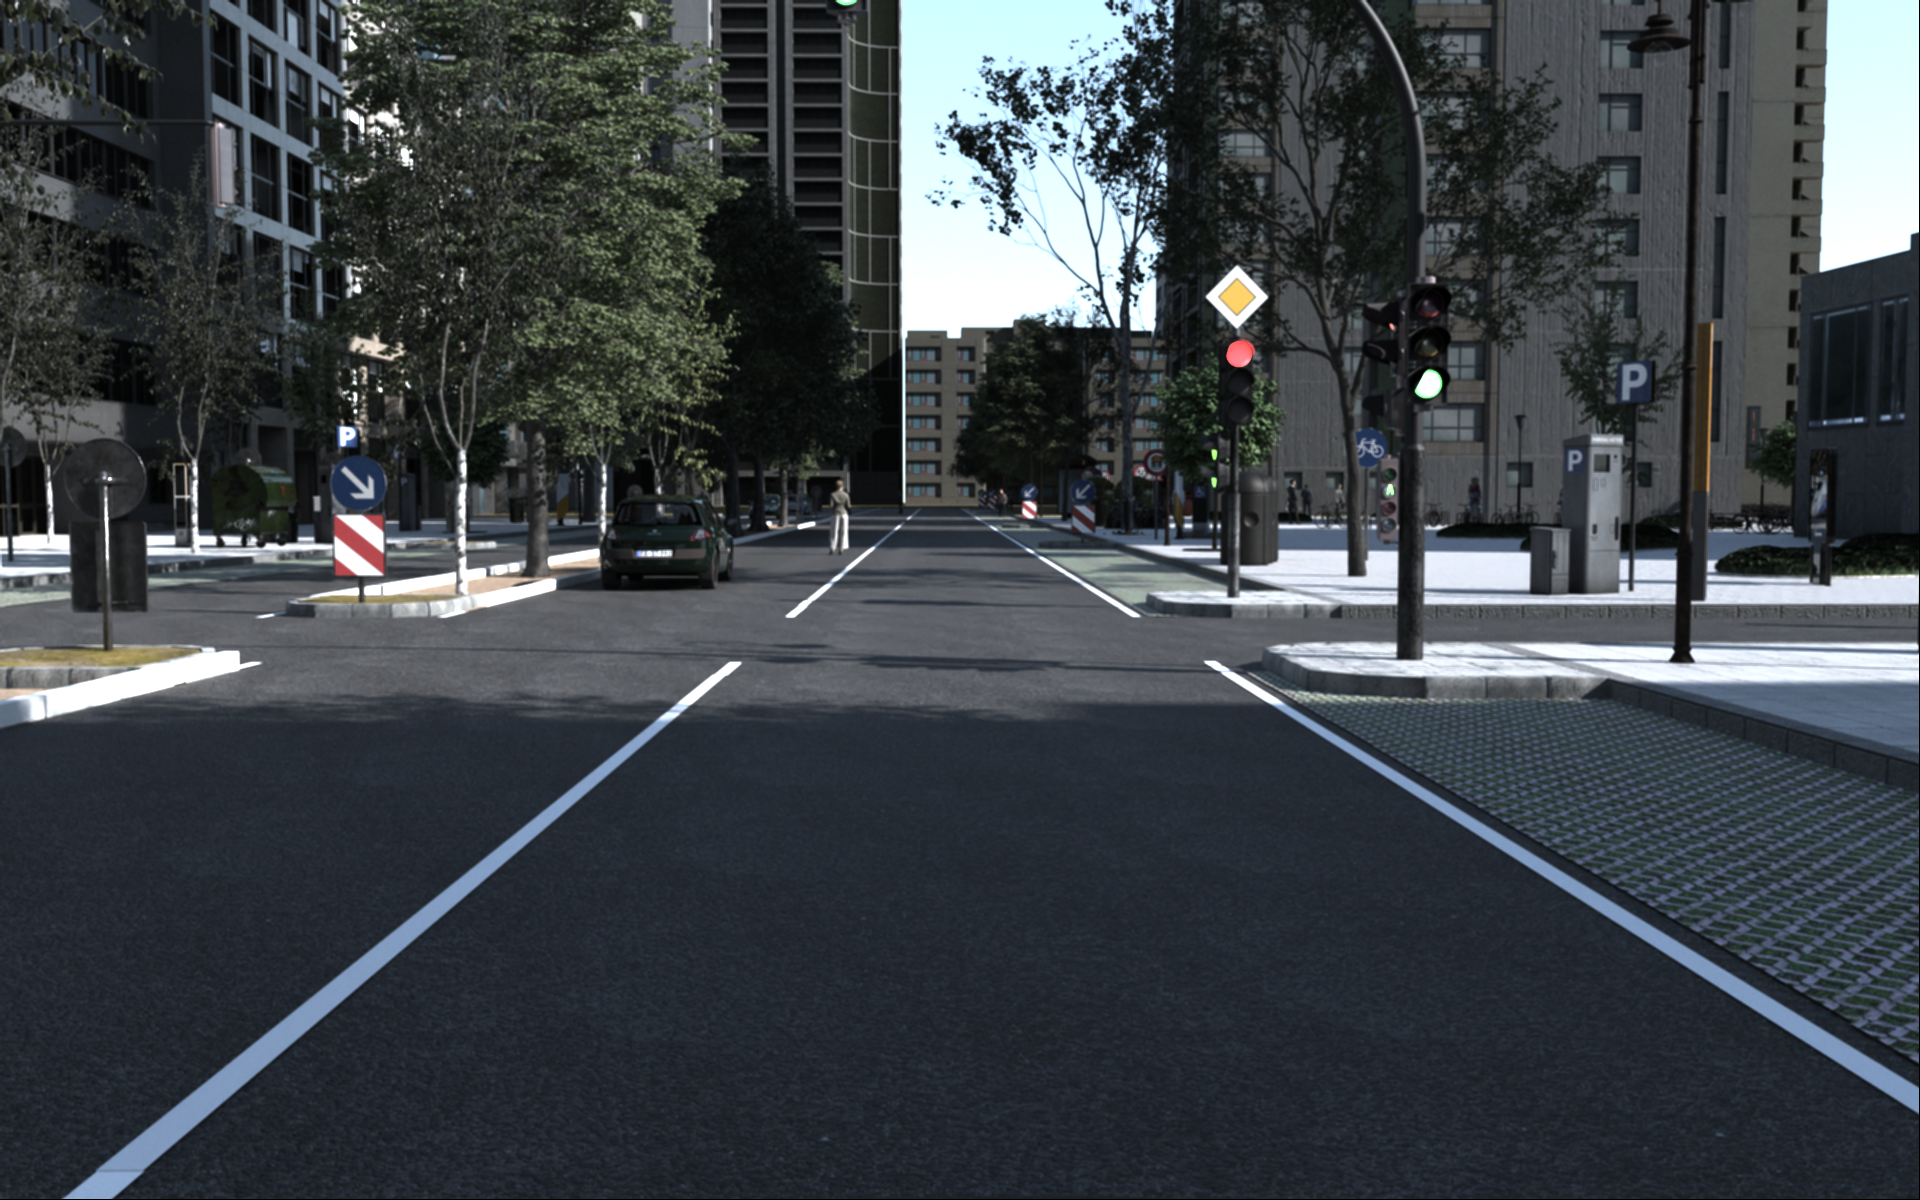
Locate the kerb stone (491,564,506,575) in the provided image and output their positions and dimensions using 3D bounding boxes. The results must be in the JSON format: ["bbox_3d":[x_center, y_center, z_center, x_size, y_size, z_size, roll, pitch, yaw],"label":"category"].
[{"bbox_3d":[-8.252,-0.511,30.573,0.120,0.150,1.000,0,4,-1],"label":"kerb stone"}]

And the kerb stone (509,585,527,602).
[{"bbox_3d":[-6.062,-0.075,23.415,0.120,0.150,1.000,0,4,-1],"label":"kerb stone"}]

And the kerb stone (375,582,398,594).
[{"bbox_3d":[-8.172,-0.136,24.423,0.120,0.150,1.000,0,4,-1],"label":"kerb stone"}]

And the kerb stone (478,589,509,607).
[{"bbox_3d":[-6.052,-0.012,22.393,0.120,0.150,1.000,0,4,-1],"label":"kerb stone"}]

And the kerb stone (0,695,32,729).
[{"bbox_3d":[-5.900,0.712,10.558,0.120,0.150,1.000,0,4,-1],"label":"kerb stone"}]

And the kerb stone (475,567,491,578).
[{"bbox_3d":[-8.240,-0.444,29.542,0.120,0.150,1.000,0,4,-1],"label":"kerb stone"}]

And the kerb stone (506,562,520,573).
[{"bbox_3d":[-8.265,-0.570,31.600,0.120,0.150,1.000,0,4,-1],"label":"kerb stone"}]

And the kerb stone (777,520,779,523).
[{"bbox_3d":[-8.909,-3.714,82.924,0.120,0.150,1.000,0,4,-1],"label":"kerb stone"}]

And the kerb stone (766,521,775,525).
[{"bbox_3d":[-8.876,-3.589,80.876,0.120,0.150,1.000,0,4,-1],"label":"kerb stone"}]

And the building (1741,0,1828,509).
[{"bbox_3d":[62.545,-32.261,151.170,21.600,48.544,21.300,0,4,-1],"label":"building"}]

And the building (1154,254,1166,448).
[{"bbox_3d":[30.037,-26.102,198.474,14.107,30.474,14.160,0,4,-1],"label":"building"}]

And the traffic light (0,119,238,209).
[{"bbox_3d":[-11.300,-2.845,21.189,4.771,5.953,1.251,0,4,-1],"label":"traffic light"}]

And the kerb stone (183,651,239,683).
[{"bbox_3d":[-5.934,0.524,13.627,0.120,0.150,1.000,0,4,-1],"label":"kerb stone"}]

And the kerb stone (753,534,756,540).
[{"bbox_3d":[-6.440,-1.894,53.165,0.120,0.150,1.000,0,4,-1],"label":"kerb stone"}]

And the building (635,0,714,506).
[{"bbox_3d":[-41.491,-40.259,200.232,28.212,58.520,21.231,0,4,-1],"label":"building"}]

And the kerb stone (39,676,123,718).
[{"bbox_3d":[-5.910,0.652,11.580,0.120,0.150,1.000,0,4,-1],"label":"kerb stone"}]

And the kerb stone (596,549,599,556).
[{"bbox_3d":[-8.367,-1.077,39.803,0.120,0.150,1.000,0,4,-1],"label":"kerb stone"}]

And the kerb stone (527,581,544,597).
[{"bbox_3d":[-6.078,-0.132,24.438,0.120,0.150,1.000,0,4,-1],"label":"kerb stone"}]

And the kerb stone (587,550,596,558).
[{"bbox_3d":[-8.359,-1.014,38.780,0.120,0.150,1.000,0,4,-1],"label":"kerb stone"}]

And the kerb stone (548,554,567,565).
[{"bbox_3d":[-8.317,-0.827,35.709,0.120,0.150,1.000,0,4,-1],"label":"kerb stone"}]

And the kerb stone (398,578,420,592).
[{"bbox_3d":[-8.189,-0.199,25.448,0.120,0.150,1.000,0,4,-1],"label":"kerb stone"}]

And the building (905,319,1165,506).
[{"bbox_3d":[8.175,-22.043,205.437,28.899,21.520,27.650,0,4,-1],"label":"building"}]

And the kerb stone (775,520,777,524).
[{"bbox_3d":[-8.893,-3.652,81.898,0.120,0.150,1.000,0,4,-1],"label":"kerb stone"}]

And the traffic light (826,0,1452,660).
[{"bbox_3d":[1.379,-2.357,13.201,4.771,5.953,1.251,0,4,-1],"label":"traffic light"}]

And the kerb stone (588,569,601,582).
[{"bbox_3d":[-6.122,-0.383,28.544,0.120,0.150,1.000,0,4,-1],"label":"kerb stone"}]

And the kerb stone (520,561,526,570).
[{"bbox_3d":[-8.280,-0.638,32.622,0.120,0.150,1.000,0,4,-1],"label":"kerb stone"}]

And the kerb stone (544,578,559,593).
[{"bbox_3d":[-6.100,-0.200,25.459,0.120,0.150,1.000,0,4,-1],"label":"kerb stone"}]

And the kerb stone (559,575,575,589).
[{"bbox_3d":[-6.096,-0.260,26.482,0.120,0.150,1.000,0,4,-1],"label":"kerb stone"}]

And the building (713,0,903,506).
[{"bbox_3d":[-17.085,-46.613,200.374,20.611,71.187,20.563,0,4,-1],"label":"building"}]

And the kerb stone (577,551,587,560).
[{"bbox_3d":[-8.343,-0.952,37.755,0.120,0.150,1.000,0,4,-1],"label":"kerb stone"}]

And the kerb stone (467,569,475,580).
[{"bbox_3d":[-8.221,-0.386,28.514,0.120,0.150,1.000,0,4,-1],"label":"kerb stone"}]

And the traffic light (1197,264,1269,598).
[{"bbox_3d":[3.369,-1.984,21.353,0.839,4.253,0.868,0,4,-1],"label":"traffic light"}]

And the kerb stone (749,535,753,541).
[{"bbox_3d":[-6.421,-1.831,52.129,0.120,0.150,1.000,0,4,-1],"label":"kerb stone"}]

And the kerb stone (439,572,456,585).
[{"bbox_3d":[-8.215,-0.317,27.492,0.120,0.150,1.000,0,4,-1],"label":"kerb stone"}]

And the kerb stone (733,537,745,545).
[{"bbox_3d":[-6.399,-1.706,50.081,0.120,0.150,1.000,0,4,-1],"label":"kerb stone"}]

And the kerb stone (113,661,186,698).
[{"bbox_3d":[-5.930,0.587,12.602,0.120,0.150,1.000,0,4,-1],"label":"kerb stone"}]

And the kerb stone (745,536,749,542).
[{"bbox_3d":[-6.415,-1.768,51.103,0.120,0.150,1.000,0,4,-1],"label":"kerb stone"}]

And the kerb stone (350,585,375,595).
[{"bbox_3d":[-8.163,-0.073,23.390,0.120,0.150,1.000,0,4,-1],"label":"kerb stone"}]

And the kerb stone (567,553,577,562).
[{"bbox_3d":[-8.333,-0.889,36.732,0.120,0.150,1.000,0,4,-1],"label":"kerb stone"}]

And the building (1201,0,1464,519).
[{"bbox_3d":[22.109,-25.999,108.671,14.154,41.232,14.086,0,4,-1],"label":"building"}]

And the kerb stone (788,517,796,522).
[{"bbox_3d":[-9.036,-4.340,93.197,0.120,0.150,1.000,0,4,-1],"label":"kerb stone"}]

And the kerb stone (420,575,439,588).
[{"bbox_3d":[-8.205,-0.261,26.470,0.120,0.150,1.000,0,4,-1],"label":"kerb stone"}]

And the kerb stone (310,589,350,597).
[{"bbox_3d":[-8.149,-0.011,22.368,0.120,0.150,1.000,0,4,-1],"label":"kerb stone"}]

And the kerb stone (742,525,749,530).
[{"bbox_3d":[-8.757,-2.961,70.615,0.120,0.150,1.000,0,4,-1],"label":"kerb stone"}]

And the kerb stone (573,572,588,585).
[{"bbox_3d":[-6.114,-0.325,27.507,0.120,0.150,1.000,0,4,-1],"label":"kerb stone"}]

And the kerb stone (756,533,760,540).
[{"bbox_3d":[-6.452,-1.957,54.194,0.120,0.150,1.000,0,4,-1],"label":"kerb stone"}]
